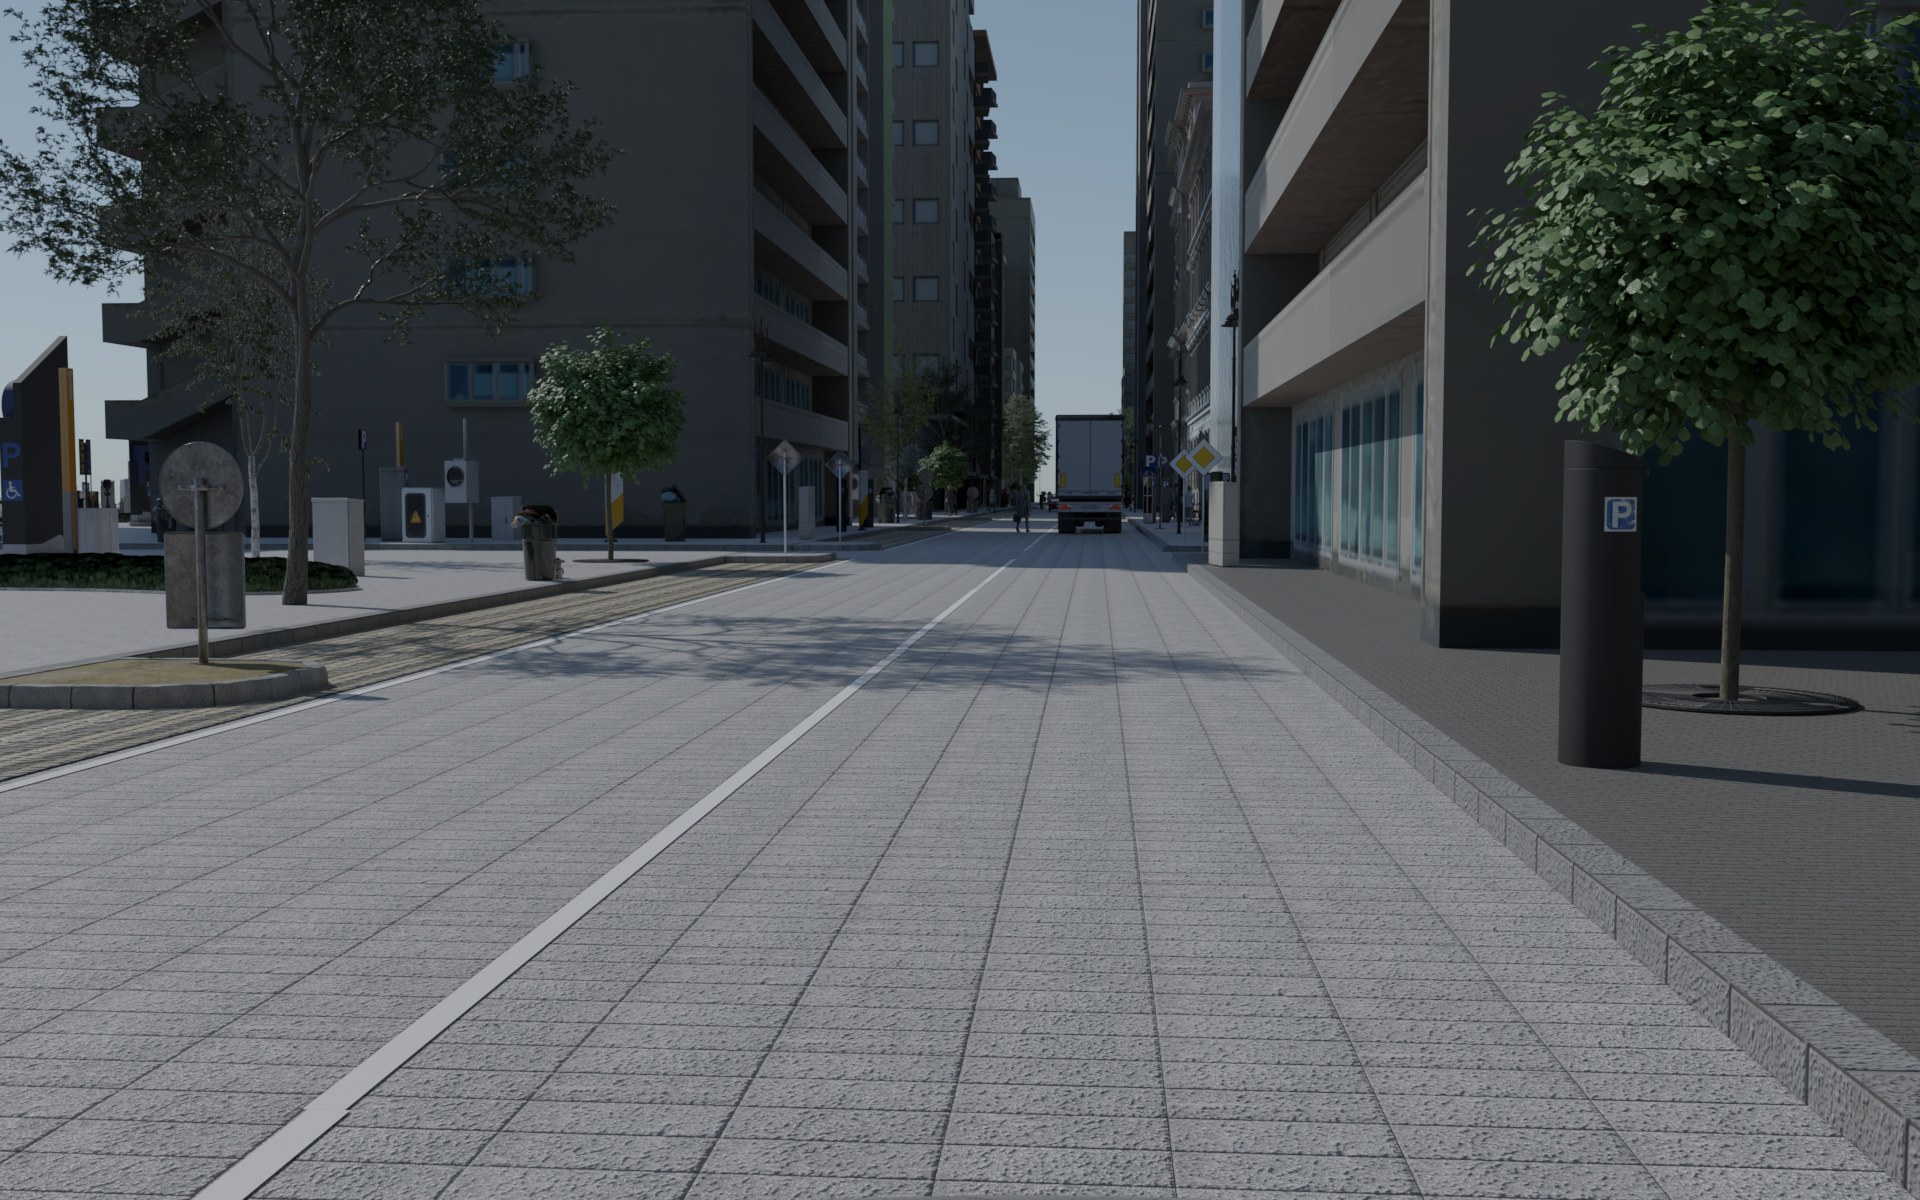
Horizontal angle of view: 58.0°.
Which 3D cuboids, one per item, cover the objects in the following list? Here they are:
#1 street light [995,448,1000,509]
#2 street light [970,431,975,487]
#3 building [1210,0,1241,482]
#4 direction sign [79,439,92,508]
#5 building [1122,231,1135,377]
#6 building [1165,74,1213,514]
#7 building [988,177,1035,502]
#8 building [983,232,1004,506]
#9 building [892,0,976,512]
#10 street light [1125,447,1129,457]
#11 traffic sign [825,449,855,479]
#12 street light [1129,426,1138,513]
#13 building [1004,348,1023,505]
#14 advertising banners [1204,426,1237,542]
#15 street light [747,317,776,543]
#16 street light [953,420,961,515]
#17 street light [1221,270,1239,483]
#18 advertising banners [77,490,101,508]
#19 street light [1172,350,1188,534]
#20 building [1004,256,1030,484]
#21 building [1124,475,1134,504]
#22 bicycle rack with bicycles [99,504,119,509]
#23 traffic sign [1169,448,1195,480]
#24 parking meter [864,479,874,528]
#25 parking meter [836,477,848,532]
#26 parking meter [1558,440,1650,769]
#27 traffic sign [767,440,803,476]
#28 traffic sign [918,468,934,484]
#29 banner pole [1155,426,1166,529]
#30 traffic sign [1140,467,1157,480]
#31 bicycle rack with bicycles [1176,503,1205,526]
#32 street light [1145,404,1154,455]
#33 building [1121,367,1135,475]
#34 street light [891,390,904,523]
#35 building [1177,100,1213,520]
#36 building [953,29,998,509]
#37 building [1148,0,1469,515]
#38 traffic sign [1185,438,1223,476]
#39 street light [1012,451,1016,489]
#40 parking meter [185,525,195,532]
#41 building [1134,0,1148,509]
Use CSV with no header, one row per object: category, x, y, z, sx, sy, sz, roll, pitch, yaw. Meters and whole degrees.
street light,3.342,-11.022,152.995,0.468,5.910,1.993,0,4,4
street light,0.858,-9.101,121.593,0.468,5.910,1.993,0,4,4
building,25.486,-15.187,52.830,34.151,26.468,19.350,0,4,4
direction sign,-36.011,-4.853,71.351,0.379,3.537,0.876,0,4,2
building,32.354,-35.863,269.959,14.154,41.232,14.086,0,4,4
building,19.907,-19.525,106.625,14.401,28.519,23.554,0,4,4
building,0.607,-39.414,268.124,21.300,48.544,21.600,0,4,4
building,-2.670,-25.233,184.259,14.160,30.474,14.107,0,4,4
building,-13.003,-33.355,134.585,28.713,52.752,27.495,0,4,4
street light,13.014,-9.728,131.832,0.468,5.910,1.993,0,4,4
traffic sign,-3.125,-2.614,44.936,0.795,2.593,0.064,0,4,4
street light,11.966,-8.903,118.360,0.468,5.910,1.993,0,4,4
building,-6.398,-22.944,220.173,27.650,21.520,28.899,0,4,4
advertising banners,6.880,-3.008,45.369,0.090,3.025,2.074,-1,4,-20
street light,-5.176,-4.433,45.273,0.468,5.910,1.993,0,4,4
street light,-0.228,-8.277,108.122,0.468,5.910,1.993,0,4,4
street light,5.658,-3.855,35.824,0.468,5.910,1.993,0,4,4
advertising banners,-38.244,-4.807,74.776,2.074,3.025,0.090,-2,4,-34
street light,7.087,-5.084,55.906,0.468,5.910,1.993,0,4,4
building,-6.357,-33.896,246.076,32.217,40.220,23.993,0,4,4
building,31.652,-47.977,222.671,20.563,71.187,20.611,0,4,4
bicycle rack with bicycles,-58.961,-6.482,119.366,2.925,0.926,2.852,1,4,13
traffic sign,5.741,-2.571,44.223,0.795,2.593,0.064,0,4,4
parking meter,-3.507,-3.691,66.058,0.399,1.863,0.255,-3,5,-42
parking meter,-3.995,-3.237,58.643,0.399,1.863,0.255,0,4,-3
parking meter,3.047,0.012,8.214,0.372,1.533,0.369,0,3,0
traffic sign,-3.749,-2.128,36.975,0.795,2.593,0.064,0,4,4
traffic sign,-1.679,-5.193,85.007,0.768,2.556,0.104,1,4,13
banner pole,7.317,-4.476,63.195,0.401,3.779,0.863,0,4,6
traffic sign,8.447,-4.734,77.514,0.768,2.556,0.104,1,4,14
bicycle rack with bicycles,9.963,-3.433,69.519,2.925,0.926,2.852,-2,4,-25
street light,9.559,-7.003,87.284,0.468,5.910,1.993,0,4,4
building,37.182,-24.684,248.621,27.650,21.520,28.899,0,4,4
street light,-2.763,-6.377,77.057,0.468,5.910,1.993,0,4,4
building,16.898,-15.199,84.663,11.583,22.565,21.152,0,4,4
building,-7.914,-31.076,162.720,22.147,44.769,28.867,0,4,4
building,25.225,-31.083,131.904,21.300,48.544,21.600,0,4,4
traffic sign,5.117,-2.084,36.262,0.795,2.593,0.064,0,4,4
street light,5.778,-12.922,184.068,0.468,5.910,1.993,0,4,4
parking meter,-21.504,-2.615,48.463,0.399,1.863,0.255,-3,5,-45
building,26.416,-37.581,156.442,21.231,58.520,28.212,0,4,4
